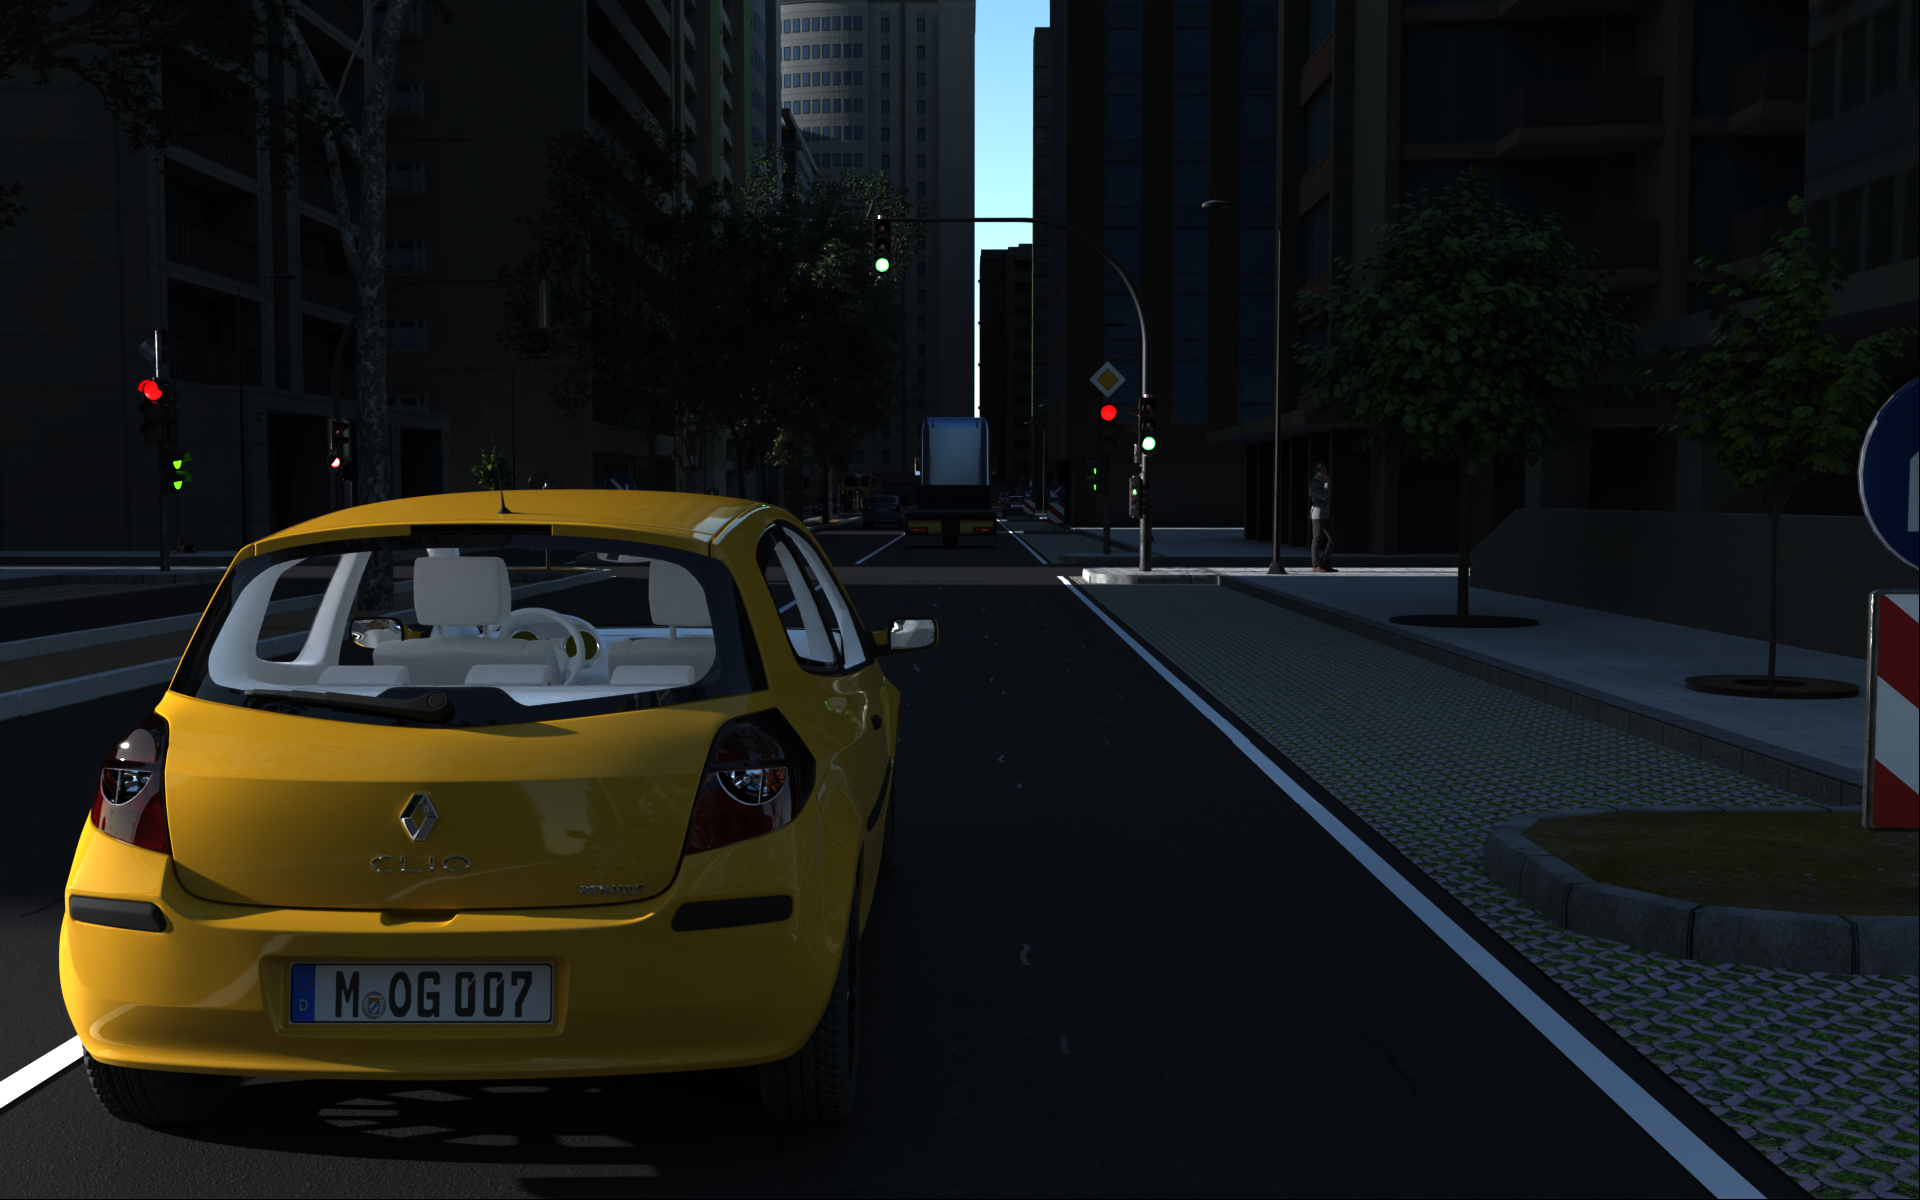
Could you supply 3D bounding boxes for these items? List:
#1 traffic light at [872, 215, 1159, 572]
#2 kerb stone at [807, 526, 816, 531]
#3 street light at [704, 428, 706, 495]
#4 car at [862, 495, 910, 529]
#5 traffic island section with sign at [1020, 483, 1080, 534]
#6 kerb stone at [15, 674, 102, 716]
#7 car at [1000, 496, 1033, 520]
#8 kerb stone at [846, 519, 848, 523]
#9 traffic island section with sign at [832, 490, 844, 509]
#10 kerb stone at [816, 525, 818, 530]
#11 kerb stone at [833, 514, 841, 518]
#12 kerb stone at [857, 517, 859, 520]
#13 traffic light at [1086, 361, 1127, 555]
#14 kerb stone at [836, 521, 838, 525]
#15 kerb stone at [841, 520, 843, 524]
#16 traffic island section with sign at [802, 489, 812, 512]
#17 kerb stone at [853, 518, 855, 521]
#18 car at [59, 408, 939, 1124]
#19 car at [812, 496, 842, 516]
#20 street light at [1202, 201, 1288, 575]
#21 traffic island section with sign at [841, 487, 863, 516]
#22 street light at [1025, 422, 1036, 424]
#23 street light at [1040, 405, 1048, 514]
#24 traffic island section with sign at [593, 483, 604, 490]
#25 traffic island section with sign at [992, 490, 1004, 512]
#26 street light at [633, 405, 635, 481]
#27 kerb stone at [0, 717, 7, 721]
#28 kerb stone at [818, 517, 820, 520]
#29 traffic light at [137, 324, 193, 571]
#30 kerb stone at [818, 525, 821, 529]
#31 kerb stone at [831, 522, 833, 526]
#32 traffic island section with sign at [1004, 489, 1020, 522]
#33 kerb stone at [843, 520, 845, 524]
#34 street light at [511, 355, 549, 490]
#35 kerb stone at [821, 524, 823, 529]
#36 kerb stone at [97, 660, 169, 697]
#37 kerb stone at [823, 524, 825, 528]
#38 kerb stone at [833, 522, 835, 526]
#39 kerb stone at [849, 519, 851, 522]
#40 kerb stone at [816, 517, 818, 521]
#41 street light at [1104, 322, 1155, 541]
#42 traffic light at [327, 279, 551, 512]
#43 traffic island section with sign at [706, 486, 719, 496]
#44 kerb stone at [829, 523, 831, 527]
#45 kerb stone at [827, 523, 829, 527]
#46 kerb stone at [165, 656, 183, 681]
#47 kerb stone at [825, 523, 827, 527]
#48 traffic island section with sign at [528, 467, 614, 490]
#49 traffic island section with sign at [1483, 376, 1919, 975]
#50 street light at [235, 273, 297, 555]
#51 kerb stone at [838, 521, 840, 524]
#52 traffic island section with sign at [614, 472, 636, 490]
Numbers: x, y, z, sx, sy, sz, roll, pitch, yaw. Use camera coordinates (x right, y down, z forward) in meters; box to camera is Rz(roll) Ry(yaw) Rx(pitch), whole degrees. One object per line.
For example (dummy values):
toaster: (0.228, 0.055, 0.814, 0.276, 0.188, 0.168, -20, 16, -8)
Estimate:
traffic light: (0.958, -3.293, 28.509, 4.771, 5.953, 1.251, 0, 4, 0)
kerb stone: (-5.822, -2.775, 67.567, 0.120, 0.150, 1.000, 0, 4, 0)
street light: (-14.345, -7.867, 101.171, 1.470, 5.913, 1.316, 0, 4, 0)
car: (-3.130, -3.721, 72.838, 2.014, 1.417, 4.499, 0, 4, 1)
traffic island section with sign: (3.278, -3.264, 61.995, 1.989, 1.847, 2.006, 0, 4, 0)
kerb stone: (-6.107, 0.644, 11.664, 0.120, 0.150, 1.000, 0, 4, 0)
car: (3.252, -5.239, 98.241, 1.945, 1.354, 3.894, 0, 4, 2)
kerb stone: (-5.718, -3.841, 84.989, 0.120, 0.150, 1.000, 0, 4, 0)
traffic island section with sign: (-12.182, -9.703, 167.274, 1.989, 1.847, 2.006, 0, 4, 0)
kerb stone: (-5.817, -2.838, 68.589, 0.120, 0.150, 1.000, 0, 4, 0)
kerb stone: (-7.700, -5.282, 108.601, 0.120, 0.150, 1.000, 0, 4, 0)
kerb stone: (-5.689, -4.341, 93.213, 0.120, 0.150, 1.000, 0, 4, 0)
traffic light: (3.093, -2.918, 36.624, 0.839, 4.253, 0.868, 0, 4, 0)
kerb stone: (-5.758, -3.465, 78.841, 0.120, 0.150, 1.000, 0, 4, 0)
kerb stone: (-5.738, -3.650, 81.915, 0.120, 0.150, 1.000, 0, 4, 0)
traffic island section with sign: (-12.343, -8.002, 139.463, 1.989, 1.847, 2.006, 0, 4, 0)
kerb stone: (-5.691, -4.154, 90.118, 0.120, 0.150, 1.000, 0, 4, 0)
car: (-1.079, 0.297, 5.370, 2.015, 1.641, 3.980, 0, 3, 0)
car: (-8.880, -6.309, 115.732, 1.945, 1.354, 3.894, 0, 4, 2)
street light: (4.535, -3.366, 27.583, 1.470, 5.913, 1.316, 0, 4, 0)
traffic island section with sign: (-6.629, -6.327, 111.590, 2.006, 1.907, 1.989, 0, 4, 0)
street light: (4.887, -8.515, 111.763, 1.470, 5.913, 1.316, 0, 4, 0)
street light: (4.838, -7.190, 90.098, 1.470, 5.913, 1.316, 0, 4, 0)
traffic island section with sign: (-12.750, -3.230, 61.431, 1.989, 1.847, 2.006, 0, 4, 0)
traffic island section with sign: (3.820, -9.614, 165.816, 1.989, 1.847, 2.006, 0, 4, 0)
street light: (-14.421, -6.541, 79.482, 1.470, 5.913, 1.316, 0, 4, 0)
kerb stone: (-6.118, 0.707, 10.638, 0.120, 0.150, 1.000, 0, 4, 0)
kerb stone: (-7.777, -4.335, 93.180, 0.120, 0.150, 1.000, 0, 4, 0)
traffic light: (-13.210, -2.434, 28.709, 0.839, 4.253, 0.868, 0, 4, 0)
kerb stone: (-5.804, -2.901, 69.622, 0.120, 0.150, 1.000, 0, 4, 0)
kerb stone: (-5.779, -3.276, 75.761, 0.120, 0.150, 1.000, 0, 4, 0)
traffic island section with sign: (3.417, -4.913, 88.950, 1.989, 1.847, 2.006, 0, 4, 0)
kerb stone: (-5.738, -3.715, 82.941, 0.120, 0.150, 1.000, 0, 4, 0)
street light: (-14.431, -5.228, 58.024, 1.470, 5.913, 1.316, 0, 4, 0)
kerb stone: (-5.794, -2.963, 70.644, 0.120, 0.150, 1.000, 0, 4, 0)
kerb stone: (-6.107, 0.581, 12.691, 0.120, 0.150, 1.000, 0, 4, 0)
kerb stone: (-5.794, -3.024, 71.666, 0.120, 0.150, 1.000, 0, 4, 0)
kerb stone: (-5.772, -3.339, 76.783, 0.120, 0.150, 1.000, 0, 4, 0)
kerb stone: (-5.712, -3.962, 87.040, 0.120, 0.150, 1.000, 0, 4, 0)
kerb stone: (-7.792, -4.277, 92.149, 0.120, 0.150, 1.000, 0, 4, 0)
street light: (4.595, -4.551, 46.954, 1.470, 5.913, 1.316, 0, 4, 0)
traffic light: (-11.076, -3.795, 36.718, 4.771, 5.953, 1.251, 0, 4, 0)
traffic island section with sign: (-12.617, -4.878, 88.386, 1.989, 1.847, 2.006, 0, 4, 0)
kerb stone: (-5.772, -3.214, 74.739, 0.120, 0.150, 1.000, 0, 4, 0)
kerb stone: (-5.786, -3.146, 73.711, 0.120, 0.150, 1.000, 0, 4, 0)
kerb stone: (-6.103, 0.520, 13.713, 0.120, 0.150, 1.000, 0, 4, 0)
kerb stone: (-5.788, -3.088, 72.688, 0.120, 0.150, 1.000, 0, 4, 0)
traffic island section with sign: (-7.066, -1.279, 29.046, 2.006, 1.907, 1.989, 0, 4, 0)
traffic island section with sign: (2.970, 0.157, 6.065, 1.989, 1.847, 2.006, 0, 4, 0)
street light: (-14.647, -3.918, 36.593, 1.470, 5.913, 1.316, 0, 4, 0)
kerb stone: (-5.749, -3.527, 79.863, 0.120, 0.150, 1.000, 0, 4, 0)
traffic island section with sign: (-7.018, -1.732, 36.453, 2.006, 1.907, 1.989, 0, 4, 0)
